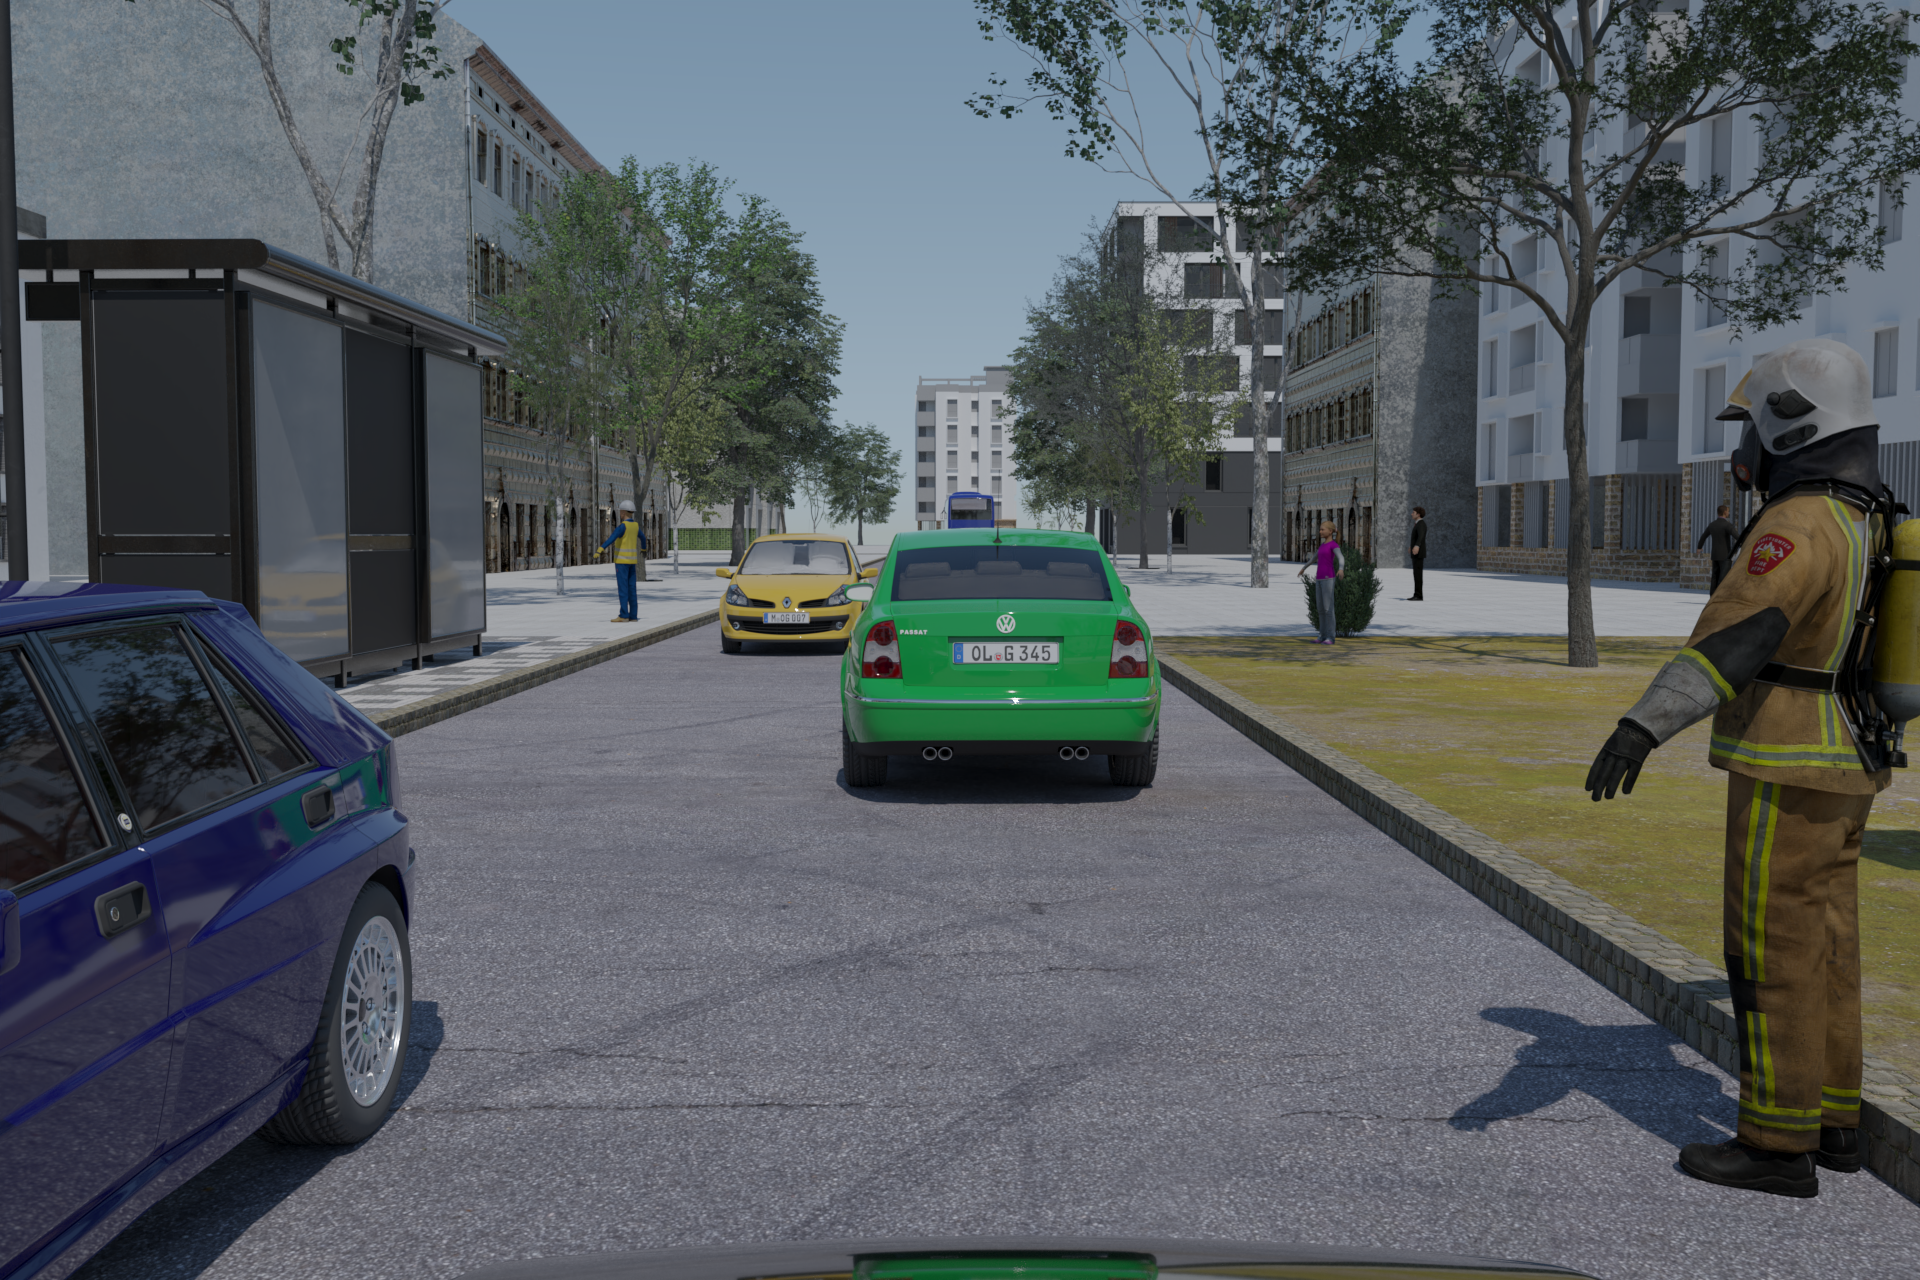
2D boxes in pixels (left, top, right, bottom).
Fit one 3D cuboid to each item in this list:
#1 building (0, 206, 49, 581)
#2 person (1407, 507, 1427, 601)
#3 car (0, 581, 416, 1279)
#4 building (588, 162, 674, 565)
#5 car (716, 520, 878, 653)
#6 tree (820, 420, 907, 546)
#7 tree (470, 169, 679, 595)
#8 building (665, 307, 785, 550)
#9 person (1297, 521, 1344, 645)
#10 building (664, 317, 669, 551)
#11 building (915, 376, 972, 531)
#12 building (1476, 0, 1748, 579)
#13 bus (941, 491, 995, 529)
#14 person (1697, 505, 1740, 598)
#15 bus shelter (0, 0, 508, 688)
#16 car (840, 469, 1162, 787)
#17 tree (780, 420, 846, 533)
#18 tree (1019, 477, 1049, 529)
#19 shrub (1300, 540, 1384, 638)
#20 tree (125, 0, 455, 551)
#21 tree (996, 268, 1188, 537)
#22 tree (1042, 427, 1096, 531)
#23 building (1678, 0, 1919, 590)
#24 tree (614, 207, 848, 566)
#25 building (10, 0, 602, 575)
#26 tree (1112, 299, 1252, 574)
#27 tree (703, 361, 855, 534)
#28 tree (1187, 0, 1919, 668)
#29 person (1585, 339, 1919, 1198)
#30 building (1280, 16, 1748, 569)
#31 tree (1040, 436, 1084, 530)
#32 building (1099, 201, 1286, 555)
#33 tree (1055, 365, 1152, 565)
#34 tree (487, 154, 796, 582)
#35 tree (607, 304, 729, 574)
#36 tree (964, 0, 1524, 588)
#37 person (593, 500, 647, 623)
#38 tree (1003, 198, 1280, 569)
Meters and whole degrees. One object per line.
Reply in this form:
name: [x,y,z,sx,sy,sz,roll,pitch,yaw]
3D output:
building: [-24.809,-5.490,31.913,9.099,9.664,28.070,0,4,0]
person: [8.780,-1.659,33.309,0.705,1.806,1.347,1,4,11]
car: [-2.235,0.597,2.815,1.945,1.354,3.894,0,4,0]
building: [-24.421,-15.258,80.401,19.493,23.208,18.063,0,4,0]
car: [-2.025,-0.723,22.050,2.015,1.641,3.980,0,4,0]
tree: [-11.063,-17.554,193.666,9.857,13.997,8.962,0,3,0]
tree: [-8.562,-5.229,35.853,4.360,8.622,3.978,0,3,0]
building: [-25.174,-17.386,150.714,16.747,18.905,31.486,0,4,0]
person: [4.196,-0.663,20.108,0.599,1.433,0.991,-1,4,-18]
building: [-27.006,-16.011,118.205,16.016,20.090,11.380,0,4,-1]
building: [-4.815,-20.805,199.038,11.380,20.090,16.016,0,4,-1]
building: [22.942,-12.331,58.024,16.016,20.090,11.380,0,4,-1]
bus: [0.436,-6.598,99.419,2.896,3.916,12.251,0,4,-2]
person: [13.752,-1.529,31.232,0.704,1.802,1.346,-1,4,-21]
bus shelter: [-5.933,-2.215,13.844,2.179,5.291,8.768,0,4,1]
car: [0.200,-0.147,11.198,1.959,1.807,4.718,0,4,-1]
tree: [-8.735,-9.425,104.456,4.360,8.622,3.978,0,3,0]
tree: [8.710,-14.865,193.407,4.737,8.622,4.395,0,3,0]
shrub: [4.755,-0.639,21.567,1.383,1.207,1.383,0,3,0]
tree: [-9.908,-10.371,25.454,12.611,20.169,13.585,0,3,0]
tree: [6.394,-10.847,83.998,9.857,13.997,8.962,0,3,0]
tree: [6.113,-8.850,95.057,4.360,8.622,3.978,0,3,0]
building: [21.876,-11.118,38.195,16.016,20.090,11.380,0,4,0]
tree: [-8.891,-9.925,68.931,9.857,13.997,8.962,0,3,0]
building: [-24.397,-14.147,62.229,19.493,23.208,18.063,0,4,0]
tree: [6.884,-6.389,54.829,4.737,8.622,4.395,0,3,0]
tree: [-8.863,-9.274,86.045,8.767,10.594,7.601,-3,5,-43]
tree: [5.689,-5.020,16.492,7.601,10.594,8.767,0,4,6]
person: [1.844,0.267,3.866,1.354,1.858,0.705,-3,5,-41]
building: [24.564,-14.785,72.660,19.493,23.208,18.063,0,4,0]
tree: [6.323,-9.556,106.602,4.737,8.622,4.395,0,3,0]
building: [23.651,-17.064,122.975,27.936,21.610,32.646,0,3,0]
tree: [6.712,-7.492,72.860,4.360,8.622,3.978,0,3,0]
tree: [-8.517,-7.382,46.446,9.928,11.665,9.643,0,3,0]
tree: [-9.126,-6.404,55.076,4.737,8.622,4.395,0,3,0]
tree: [6.139,-11.241,39.684,12.611,20.169,13.585,0,3,0]
person: [-4.925,-1.149,25.242,0.721,1.772,1.216,2,4,25]
tree: [6.698,-9.356,63.333,12.009,13.543,11.850,0,3,0]
